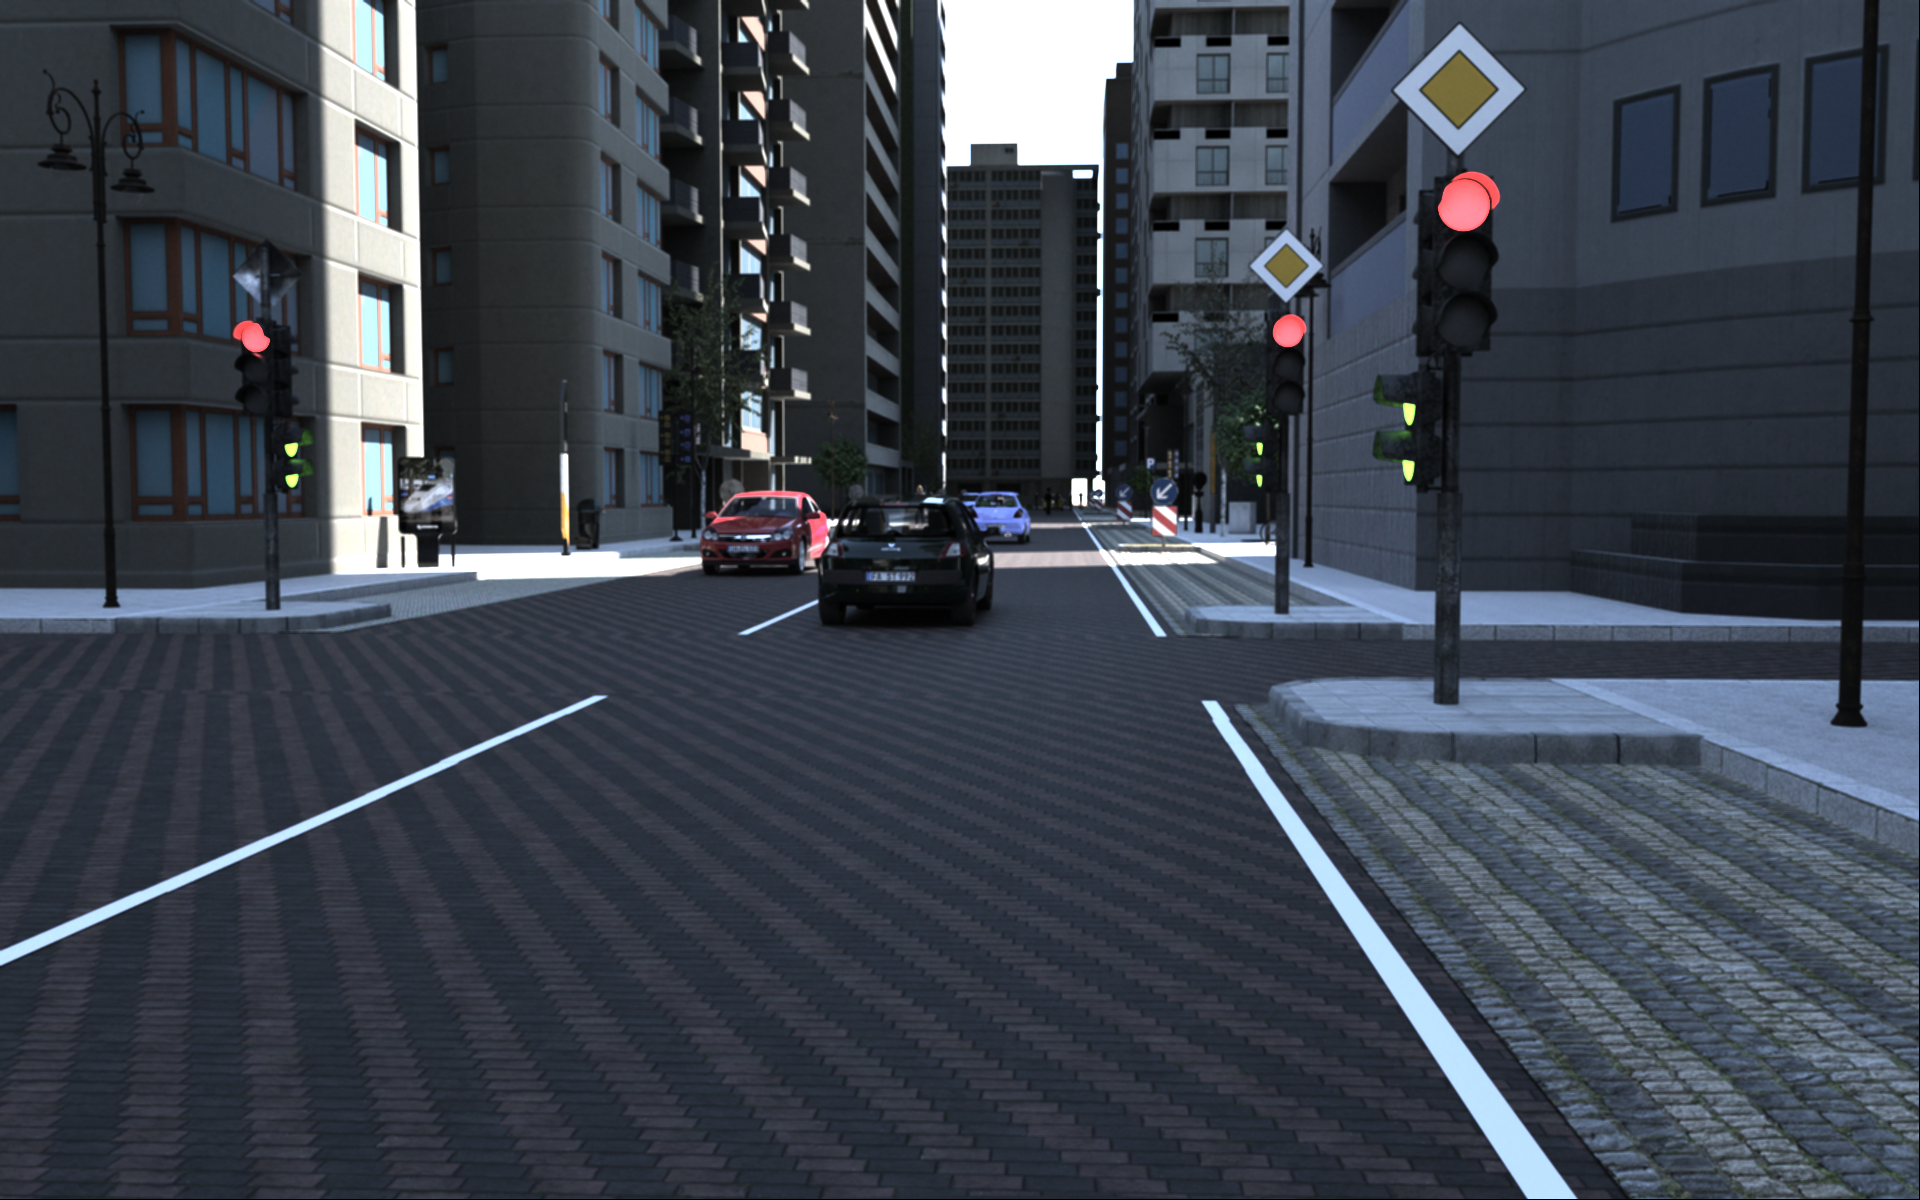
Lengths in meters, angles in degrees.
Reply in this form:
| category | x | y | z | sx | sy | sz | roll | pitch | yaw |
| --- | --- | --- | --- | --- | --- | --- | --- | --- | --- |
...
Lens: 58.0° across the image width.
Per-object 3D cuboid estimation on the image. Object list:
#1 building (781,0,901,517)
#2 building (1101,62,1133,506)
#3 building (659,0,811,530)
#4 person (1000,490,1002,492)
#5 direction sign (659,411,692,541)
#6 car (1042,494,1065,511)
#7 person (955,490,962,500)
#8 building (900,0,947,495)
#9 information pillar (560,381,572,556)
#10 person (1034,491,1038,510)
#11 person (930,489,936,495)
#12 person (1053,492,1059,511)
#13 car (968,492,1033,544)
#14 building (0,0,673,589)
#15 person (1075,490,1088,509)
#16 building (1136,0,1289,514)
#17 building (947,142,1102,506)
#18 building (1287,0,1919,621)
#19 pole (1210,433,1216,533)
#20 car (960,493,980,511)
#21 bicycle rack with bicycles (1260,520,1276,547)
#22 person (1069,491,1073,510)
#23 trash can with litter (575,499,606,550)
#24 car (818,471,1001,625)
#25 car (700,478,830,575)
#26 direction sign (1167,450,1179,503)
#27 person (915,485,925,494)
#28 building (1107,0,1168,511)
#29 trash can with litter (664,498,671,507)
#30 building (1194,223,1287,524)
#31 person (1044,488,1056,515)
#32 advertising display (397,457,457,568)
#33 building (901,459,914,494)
| category | x | y | z | sx | sy | sz | roll | pitch | yaw |
| --- | --- | --- | --- | --- | --- | --- | --- | --- | --- |
| building | -15.211 | -29.437 | 104.994 | 21.300 | 48.544 | 21.600 | 0 | 4 | 3 |
| building | 22.213 | -32.585 | 182.882 | 14.200 | 45.320 | 14.600 | 0 | 4 | 3 |
| building | -18.495 | -25.640 | 73.833 | 22.147 | 44.769 | 28.867 | 0 | 4 | 3 |
| person | 3.163 | -7.757 | 136.041 | 1.217 | 1.735 | 0.721 | -1 | 4 | -12 |
| direction sign | -7.748 | -3.375 | 47.178 | 0.876 | 3.537 | 0.379 | -1 | 4 | -13 |
| car | 7.999 | -8.449 | 148.363 | 2.015 | 1.641 | 3.980 | 0 | 4 | 3 |
| person | 0.016 | -8.139 | 142.298 | 1.217 | 1.743 | 0.721 | 0 | 4 | -2 |
| building | -15.505 | -37.784 | 159.770 | 28.212 | 58.520 | 21.231 | 0 | 4 | 3 |
| information pillar | -8.162 | -2.714 | 35.723 | 0.183 | 3.616 | 0.504 | 0 | 4 | -5 |
| person | 6.928 | -9.162 | 159.100 | 0.445 | 1.727 | 0.742 | -3 | 4 | -36 |
| person | -1.786 | -6.203 | 110.726 | 0.445 | 1.727 | 0.742 | 1 | 4 | 19 |
| person | 8.040 | -8.245 | 144.780 | 0.415 | 1.643 | 0.593 | 3 | 5 | 45 |
| car | 1.171 | -2.532 | 50.981 | 1.945 | 1.707 | 3.694 | 0 | 4 | 5 |
| building | -23.304 | -11.799 | 37.949 | 27.650 | 21.520 | 28.899 | 0 | 4 | 3 |
| person | 11.599 | -9.634 | 165.983 | 1.348 | 1.831 | 0.705 | -1 | 4 | -16 |
| building | 25.582 | -32.027 | 112.876 | 28.713 | 52.752 | 27.495 | 0 | 4 | 3 |
| building | 3.745 | -30.722 | 194.177 | 23.993 | 40.220 | 32.217 | 0 | 4 | 3 |
| building | 20.262 | -29.527 | 24.766 | 28.212 | 58.520 | 21.231 | 0 | 4 | 3 |
| pole | 8.318 | -3.857 | 56.900 | 0.158 | 3.312 | 0.155 | 0 | 3 | 0 |
| car | 0.727 | -6.041 | 108.366 | 1.945 | 1.707 | 3.694 | 0 | 4 | 2 |
| bicycle rack with bicycles | 8.630 | -1.778 | 42.459 | 2.925 | 0.926 | 2.852 | 3 | 4 | 39 |
| person | 9.630 | -8.712 | 151.668 | 0.721 | 1.736 | 1.217 | 1 | 4 | 9 |
| trash can with litter | -8.609 | -1.765 | 40.250 | 0.624 | 1.170 | 1.055 | 0 | 4 | -4 |
| car | -0.560 | -0.645 | 20.338 | 2.009 | 1.686 | 4.222 | 0 | 4 | 5 |
| car | -3.569 | -1.416 | 32.188 | 2.155 | 1.783 | 4.494 | 0 | 4 | 5 |
| direction sign | 10.844 | -5.891 | 88.312 | 0.876 | 3.537 | 0.379 | -3 | 5 | -42 |
| person | -1.649 | -3.988 | 73.887 | 0.709 | 1.800 | 0.728 | 2 | 4 | 24 |
| building | 24.049 | -43.964 | 157.063 | 20.563 | 71.187 | 20.611 | 0 | 4 | 3 |
| trash can with litter | -9.304 | -2.527 | 52.706 | 1.055 | 1.170 | 0.624 | -1 | 4 | -11 |
| building | 21.688 | -46.086 | 66.185 | 22.319 | 86.520 | 31.000 | 0 | 4 | 3 |
| person | 6.016 | -6.651 | 116.878 | 0.705 | 1.869 | 1.348 | -2 | 4 | -28 |
| advertising display | -9.285 | -1.529 | 30.206 | 0.974 | 1.923 | 0.123 | 0 | 4 | -7 |
| building | -14.024 | -42.023 | 125.336 | 20.563 | 71.187 | 20.611 | 0 | 4 | 3 |
